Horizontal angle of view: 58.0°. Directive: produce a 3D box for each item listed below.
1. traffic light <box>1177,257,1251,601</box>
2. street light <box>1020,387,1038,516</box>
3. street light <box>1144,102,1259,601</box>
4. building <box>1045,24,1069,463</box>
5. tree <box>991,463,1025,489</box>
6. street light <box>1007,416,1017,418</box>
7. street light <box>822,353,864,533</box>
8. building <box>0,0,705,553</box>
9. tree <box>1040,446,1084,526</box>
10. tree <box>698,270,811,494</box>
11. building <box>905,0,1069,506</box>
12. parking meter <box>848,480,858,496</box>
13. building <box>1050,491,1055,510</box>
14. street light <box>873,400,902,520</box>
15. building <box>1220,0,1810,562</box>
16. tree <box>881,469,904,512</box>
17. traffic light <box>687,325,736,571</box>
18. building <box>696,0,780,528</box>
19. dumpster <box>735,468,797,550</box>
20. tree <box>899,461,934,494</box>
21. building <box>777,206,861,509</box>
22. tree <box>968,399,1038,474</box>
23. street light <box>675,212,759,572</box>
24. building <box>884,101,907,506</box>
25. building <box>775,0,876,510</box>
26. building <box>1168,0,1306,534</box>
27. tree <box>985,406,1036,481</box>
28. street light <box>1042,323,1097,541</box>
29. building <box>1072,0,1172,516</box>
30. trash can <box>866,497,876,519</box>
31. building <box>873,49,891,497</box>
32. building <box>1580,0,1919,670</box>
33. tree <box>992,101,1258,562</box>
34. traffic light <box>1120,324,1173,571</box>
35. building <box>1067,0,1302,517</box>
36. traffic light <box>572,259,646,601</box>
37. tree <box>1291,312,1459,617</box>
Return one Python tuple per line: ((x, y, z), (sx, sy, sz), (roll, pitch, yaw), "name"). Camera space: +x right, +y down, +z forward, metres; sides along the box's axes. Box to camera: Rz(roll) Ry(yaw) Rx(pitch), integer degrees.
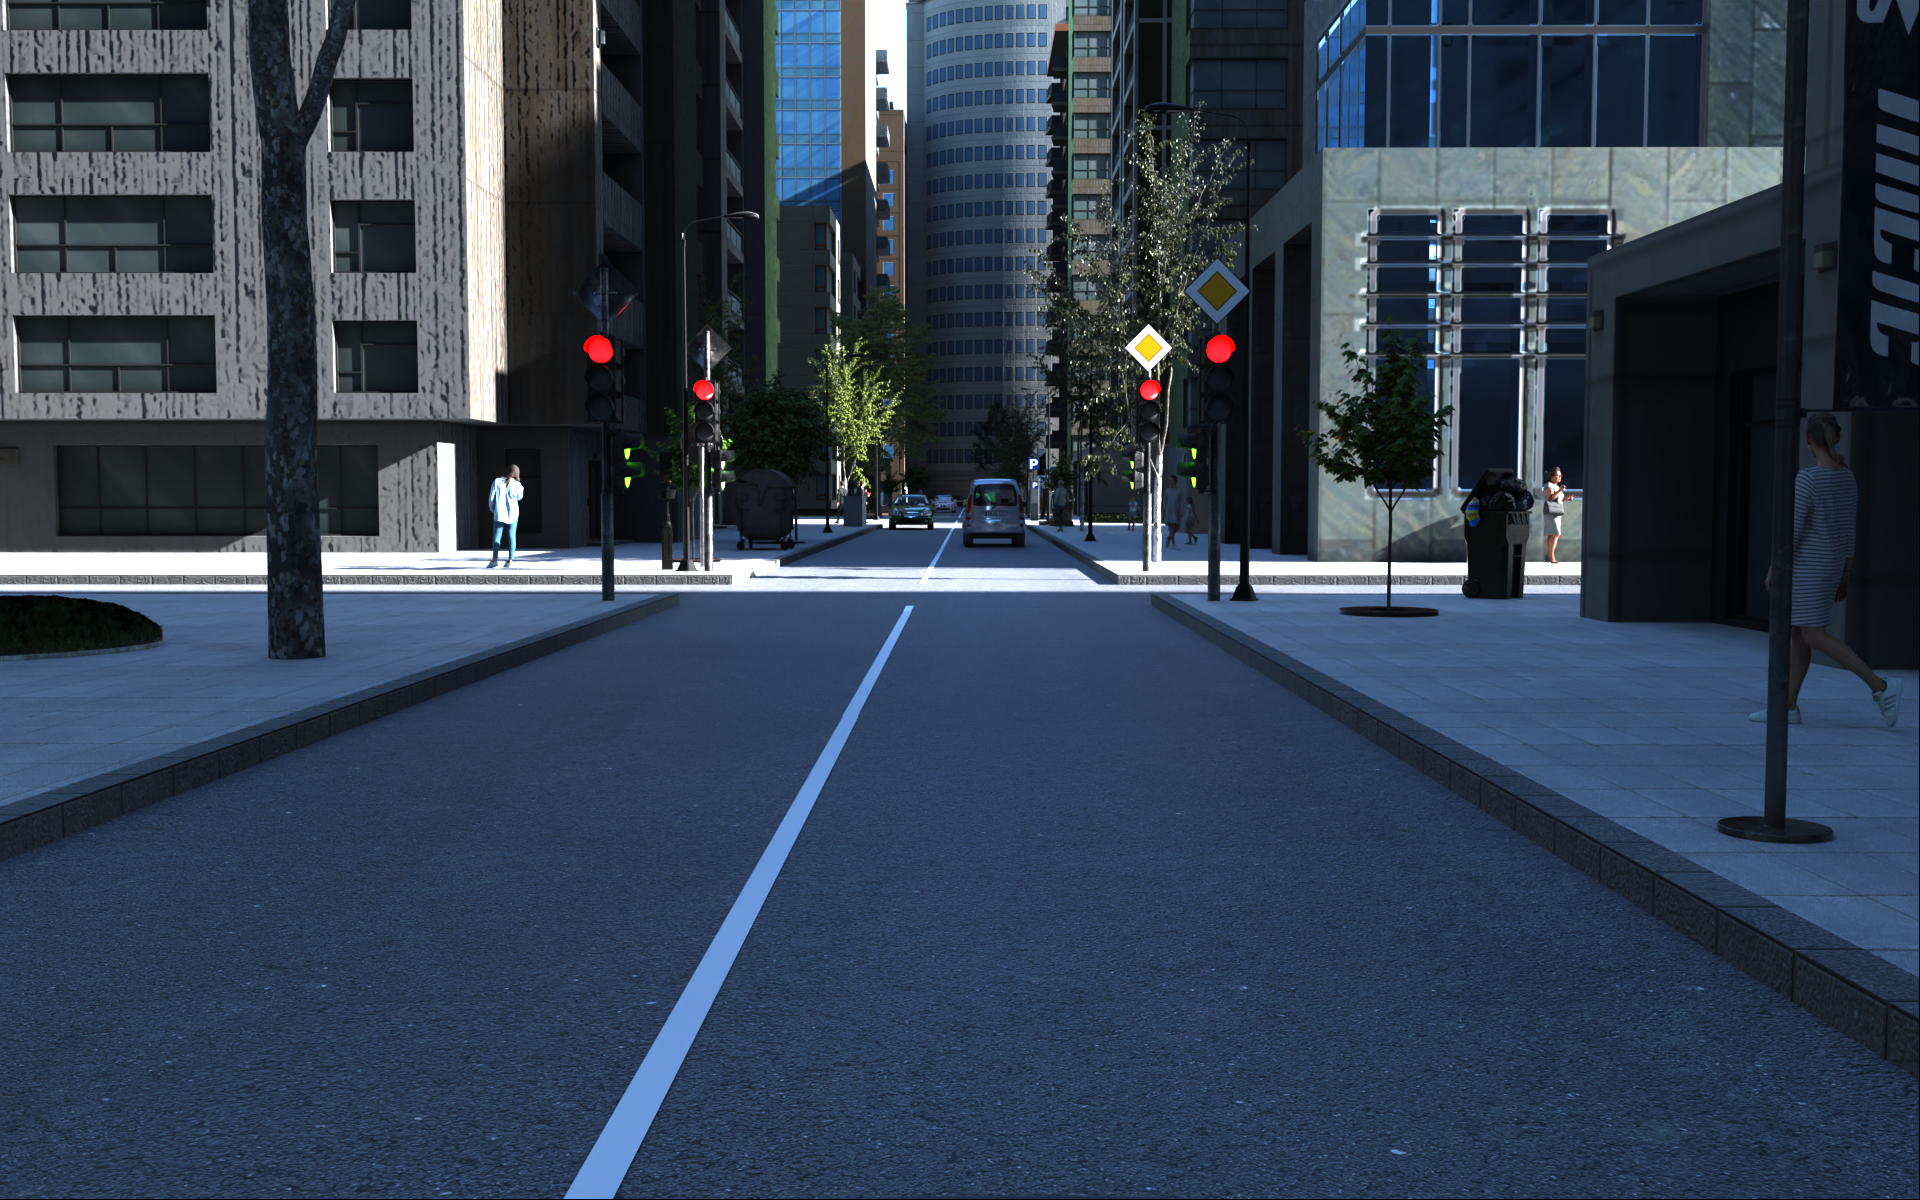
((3.037, -1.946, 20.735), (0.839, 4.253, 0.868), (0, 4, 0), "traffic light")
((3.331, -6.290, 75.385), (1.470, 5.913, 1.316), (0, 4, 0), "street light")
((2.887, -2.947, 20.723), (1.470, 5.913, 1.316), (0, 4, 0), "street light")
((19.249, -31.008, 161.606), (22.147, 44.769, 28.867), (0, 4, 0), "building")
((4.466, -10.459, 154.713), (4.285, 4.588, 4.351), (0, 3, 0), "tree")
((3.489, -8.019, 103.644), (1.470, 5.913, 1.316), (0, 4, 0), "street light")
((-3.857, -5.188, 57.361), (1.470, 5.913, 1.316), (0, 4, 0), "street light")
((-14.492, -16.584, 42.845), (14.160, 30.474, 14.107), (0, 4, 0), "building")
((4.076, -4.598, 69.784), (1.663, 3.219, 1.824), (0, 3, 0), "tree")
((-7.980, -6.346, 54.115), (4.737, 8.622, 4.395), (0, 3, 0), "tree")
((8.025, -40.222, 199.623), (28.212, 58.520, 21.231), (0, 4, 0), "building")
((-4.476, -4.073, 72.308), (0.255, 1.863, 0.399), (2, 4, 31), "parking meter")
((23.518, -27.087, 134.748), (32.217, 40.220, 23.993), (0, 4, 0), "building")
((-3.586, -6.916, 85.620), (1.470, 5.913, 1.316), (0, 4, 0), "street light")
((22.313, -44.546, 41.004), (31.000, 86.520, 22.319), (0, 4, 0), "building")
((-5.000, -7.794, 122.040), (1.663, 3.219, 1.824), (0, 3, 0), "tree")
((-4.169, -2.436, 28.754), (0.839, 4.253, 0.868), (0, 4, 0), "traffic light")
((-14.555, -23.301, 64.573), (14.154, 41.232, 14.086), (0, 4, 0), "building")
((-4.496, -2.097, 40.050), (1.264, 1.857, 1.865), (0, 4, 0), "dumpster")
((-4.284, -11.486, 171.516), (4.285, 4.588, 4.351), (0, 3, 0), "tree")
((-21.525, -16.735, 118.650), (27.650, 21.520, 28.899), (0, 4, 0), "building")
((4.206, -14.252, 167.433), (7.601, 10.594, 8.767), (1, 4, 10), "tree")
((-4.007, -3.431, 28.643), (1.470, 5.913, 1.316), (0, 4, 0), "street light")
((-13.198, -33.487, 197.621), (14.200, 45.320, 14.600), (0, 4, 0), "building")
((-14.029, -29.925, 139.382), (14.600, 45.320, 14.200), (0, 4, 0), "building")
((14.365, -23.109, 61.435), (14.154, 41.232, 14.086), (0, 4, 0), "building")
((4.421, -11.805, 143.370), (4.737, 8.622, 4.395), (0, 3, 0), "tree")
((3.017, -4.562, 47.127), (1.470, 5.913, 1.316), (0, 4, 0), "street light")
((16.932, -39.993, 92.139), (20.563, 71.187, 20.611), (0, 4, 0), "building")
((-4.563, -4.655, 87.760), (0.748, 1.137, 0.748), (0, 3, 0), "trash can")
((-22.081, -33.302, 164.091), (30.456, 49.044, 23.786), (0, 4, 0), "building")
((16.619, -34.700, 5.601), (20.563, 71.187, 20.611), (0, 4, 0), "building")
((3.556, -5.029, 32.582), (4.360, 8.622, 3.978), (0, 3, 0), "tree")
((3.092, -2.434, 28.720), (0.839, 4.253, 0.868), (0, 4, 0), "traffic light")
((14.145, -26.433, 115.777), (14.154, 41.232, 14.086), (0, 4, 0), "building")
((-4.224, -1.948, 20.769), (0.839, 4.253, 0.868), (0, 4, 0), "traffic light")
((4.639, -1.465, 18.561), (1.663, 3.219, 1.824), (0, 3, 0), "tree")
